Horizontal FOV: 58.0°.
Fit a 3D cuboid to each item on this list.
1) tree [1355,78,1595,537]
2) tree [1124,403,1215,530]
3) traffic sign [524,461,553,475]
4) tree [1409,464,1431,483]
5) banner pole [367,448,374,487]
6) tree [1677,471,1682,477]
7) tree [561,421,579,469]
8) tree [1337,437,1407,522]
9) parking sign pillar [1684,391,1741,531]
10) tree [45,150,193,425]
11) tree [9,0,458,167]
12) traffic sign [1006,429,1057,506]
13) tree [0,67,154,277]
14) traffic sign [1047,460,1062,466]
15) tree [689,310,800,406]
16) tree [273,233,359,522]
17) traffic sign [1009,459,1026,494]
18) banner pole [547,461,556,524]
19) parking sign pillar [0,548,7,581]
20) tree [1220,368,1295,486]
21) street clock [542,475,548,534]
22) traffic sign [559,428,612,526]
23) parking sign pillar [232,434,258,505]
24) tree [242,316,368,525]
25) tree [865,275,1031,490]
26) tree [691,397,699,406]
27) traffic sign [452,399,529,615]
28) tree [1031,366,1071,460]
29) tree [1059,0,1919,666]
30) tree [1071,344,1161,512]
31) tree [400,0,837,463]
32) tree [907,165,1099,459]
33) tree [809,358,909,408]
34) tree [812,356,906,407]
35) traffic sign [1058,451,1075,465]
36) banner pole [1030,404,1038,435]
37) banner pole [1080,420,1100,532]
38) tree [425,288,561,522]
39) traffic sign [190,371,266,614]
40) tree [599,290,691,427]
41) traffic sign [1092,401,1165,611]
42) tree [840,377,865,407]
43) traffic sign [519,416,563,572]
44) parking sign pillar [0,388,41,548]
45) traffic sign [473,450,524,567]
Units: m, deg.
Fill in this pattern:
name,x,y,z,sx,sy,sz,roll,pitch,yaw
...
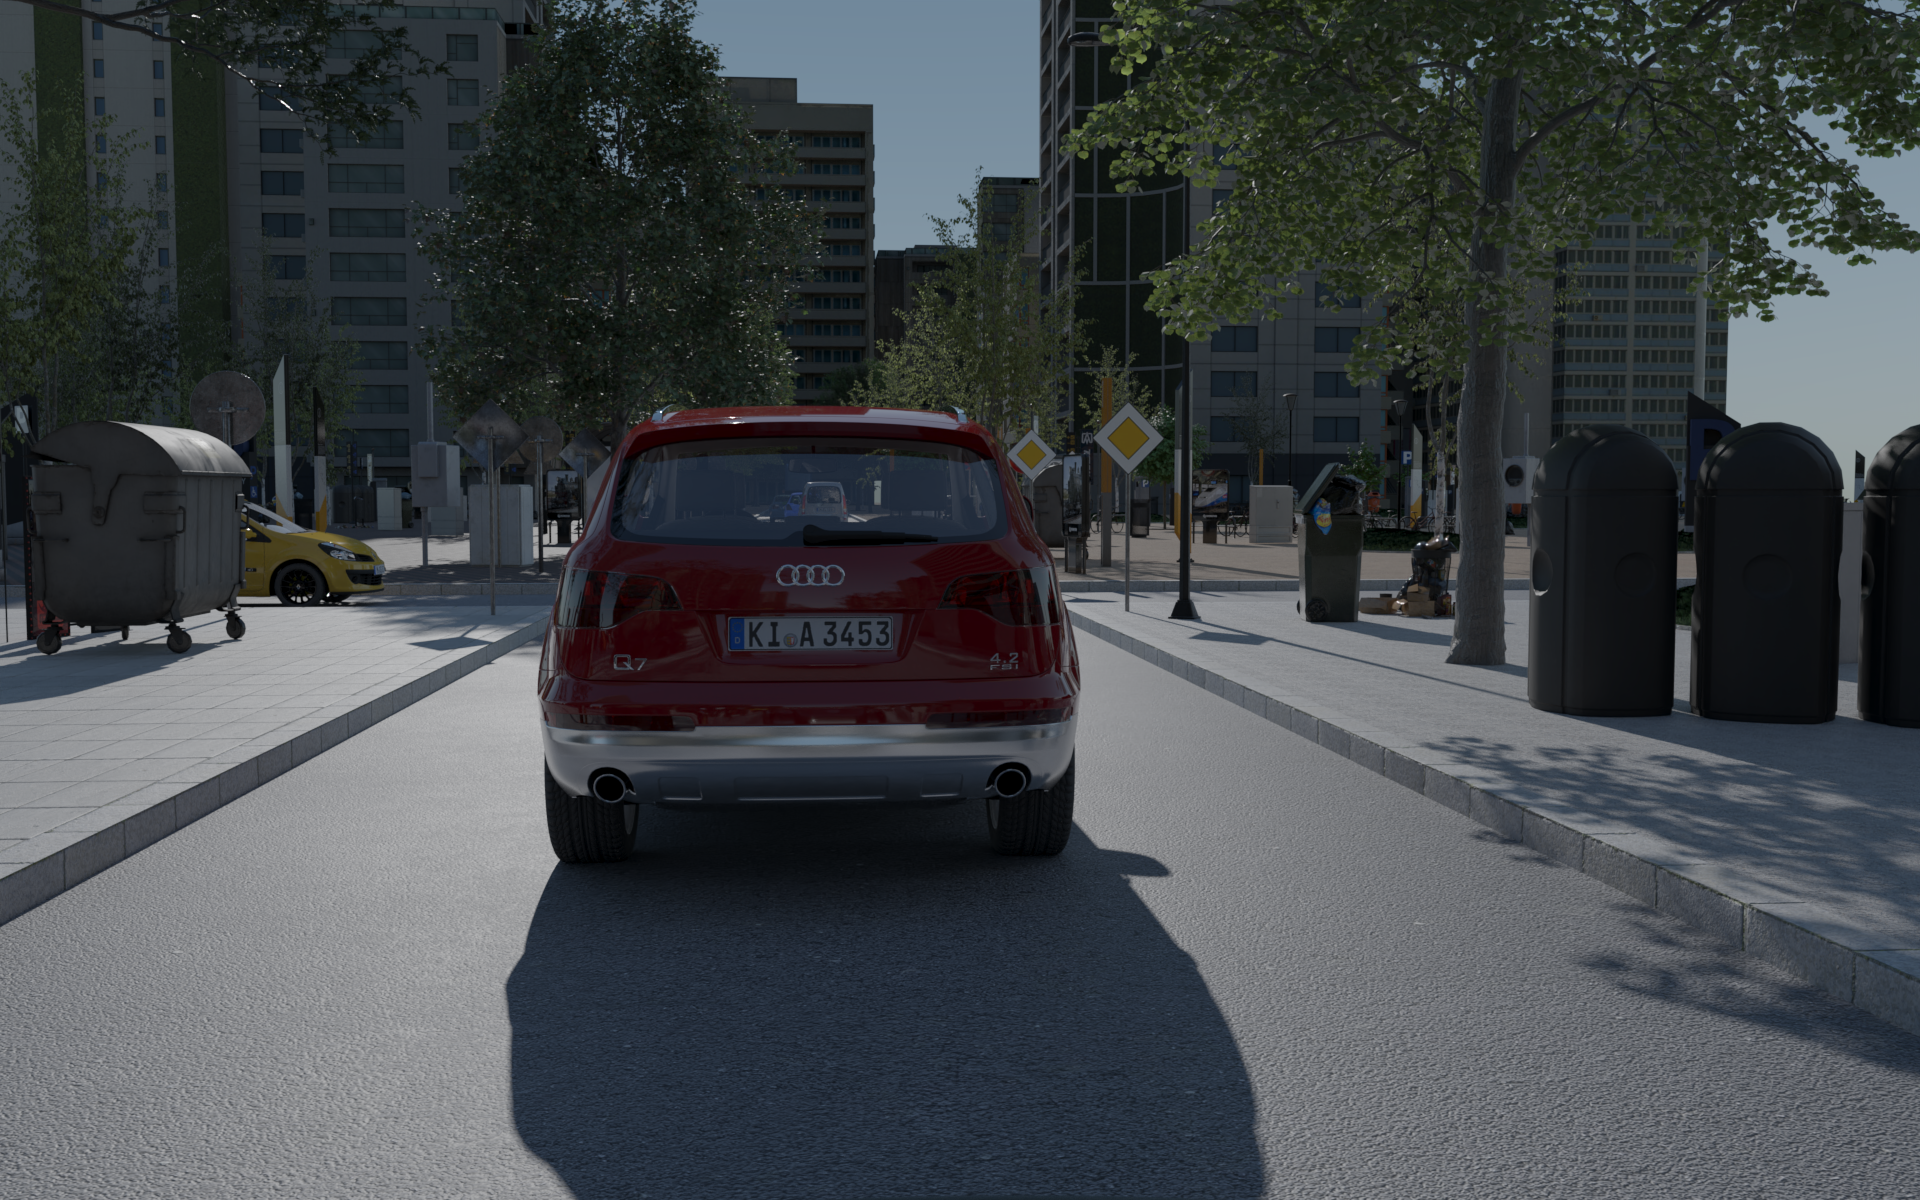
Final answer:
name,x,y,z,sx,sy,sz,roll,pitch,yaw
tree,8.718,-4.897,30.424,4.360,8.622,3.978,0,3,0
tree,7.493,-4.819,62.502,4.285,4.588,4.351,0,3,0
traffic sign,-11.464,-2.893,47.304,0.884,2.594,0.081,0,4,-4
tree,20.843,-5.183,79.337,1.663,3.219,1.824,0,3,0
banner pole,-32.091,-6.388,94.455,0.863,3.779,0.401,3,5,42
tree,28.772,-4.436,67.125,1.663,3.219,1.824,0,3,0
tree,-18.976,-7.953,80.398,4.737,8.622,4.395,0,3,0
tree,13.739,-3.908,58.500,1.663,3.219,1.824,0,3,0
parking sign pillar,19.552,-3.454,44.952,1.447,3.967,1.447,1,4,18
tree,-18.311,-5.365,38.088,4.360,8.622,3.978,0,3,0
tree,-6.123,-4.545,8.731,7.601,10.594,8.767,0,4,4
traffic sign,1.102,-1.418,26.831,0.795,2.450,0.064,0,4,-5
tree,-15.890,-4.844,29.568,4.737,8.622,4.395,0,3,0
traffic sign,2.825,-3.021,51.526,0.606,2.300,0.079,0,4,0
tree,-13.564,-11.596,107.729,7.486,12.596,7.792,0,3,0
tree,-18.542,-5.959,47.787,4.360,8.622,3.978,0,3,0
traffic sign,1.607,-2.643,43.314,0.768,2.556,0.104,0,4,4
banner pole,-17.593,-5.122,73.754,0.401,3.779,0.863,2,4,28
parking sign pillar,-14.814,-2.253,25.308,1.447,3.967,1.447,-1,4,-20
tree,17.414,-9.265,101.843,4.360,8.622,3.978,0,3,0
street clock,-13.439,-3.142,55.943,0.358,2.002,0.471,-2,4,-25
traffic sign,-5.667,-1.382,26.238,0.795,2.450,0.064,0,4,-5
parking sign pillar,-21.748,-3.876,51.850,1.447,3.967,1.447,1,4,10
tree,-26.084,-7.360,70.699,4.737,8.622,4.395,0,3,0
tree,-0.354,-6.627,58.713,4.360,8.622,3.978,0,3,0
tree,-11.861,-8.508,73.515,7.601,10.594,8.767,-1,4,-9
traffic sign,-4.943,-0.896,18.285,0.795,2.450,0.064,0,4,-5
tree,4.538,-9.173,100.340,4.360,8.622,3.978,0,3,0
tree,4.330,-5.800,12.954,7.486,12.596,7.792,0,3,0
tree,7.724,-8.204,84.494,4.360,8.622,3.978,0,3,0
tree,-7.565,-7.417,38.283,9.611,12.733,9.660,0,3,0
tree,0.928,-5.475,39.877,4.737,8.622,4.395,0,3,0
tree,-6.263,-11.257,118.465,8.767,10.594,7.601,-2,4,-28
tree,-7.532,-12.495,130.050,9.928,11.665,9.643,0,3,0
traffic sign,2.992,-2.755,46.227,0.795,2.450,0.064,0,4,-1
banner pole,2.077,-3.572,48.427,0.401,3.779,0.863,1,4,19
banner pole,4.481,-4.217,58.965,0.863,3.779,0.401,1,4,14
tree,-16.359,-6.660,59.254,4.737,8.622,4.395,0,3,0
traffic sign,-7.569,-1.090,17.921,0.768,2.556,0.104,0,4,-3
tree,-10.377,-6.503,56.685,4.360,8.622,3.978,0,3,0
traffic sign,1.825,-0.932,18.878,0.795,2.450,0.064,0,4,-5
tree,-3.232,-7.885,79.282,4.360,8.622,3.978,0,3,0
traffic sign,-6.870,-1.726,28.326,0.768,2.556,0.104,0,4,3
parking sign pillar,-24.025,-3.388,43.869,1.447,3.967,1.447,-1,4,-20
traffic sign,-8.053,-1.848,30.218,0.884,2.594,0.081,0,4,-3
